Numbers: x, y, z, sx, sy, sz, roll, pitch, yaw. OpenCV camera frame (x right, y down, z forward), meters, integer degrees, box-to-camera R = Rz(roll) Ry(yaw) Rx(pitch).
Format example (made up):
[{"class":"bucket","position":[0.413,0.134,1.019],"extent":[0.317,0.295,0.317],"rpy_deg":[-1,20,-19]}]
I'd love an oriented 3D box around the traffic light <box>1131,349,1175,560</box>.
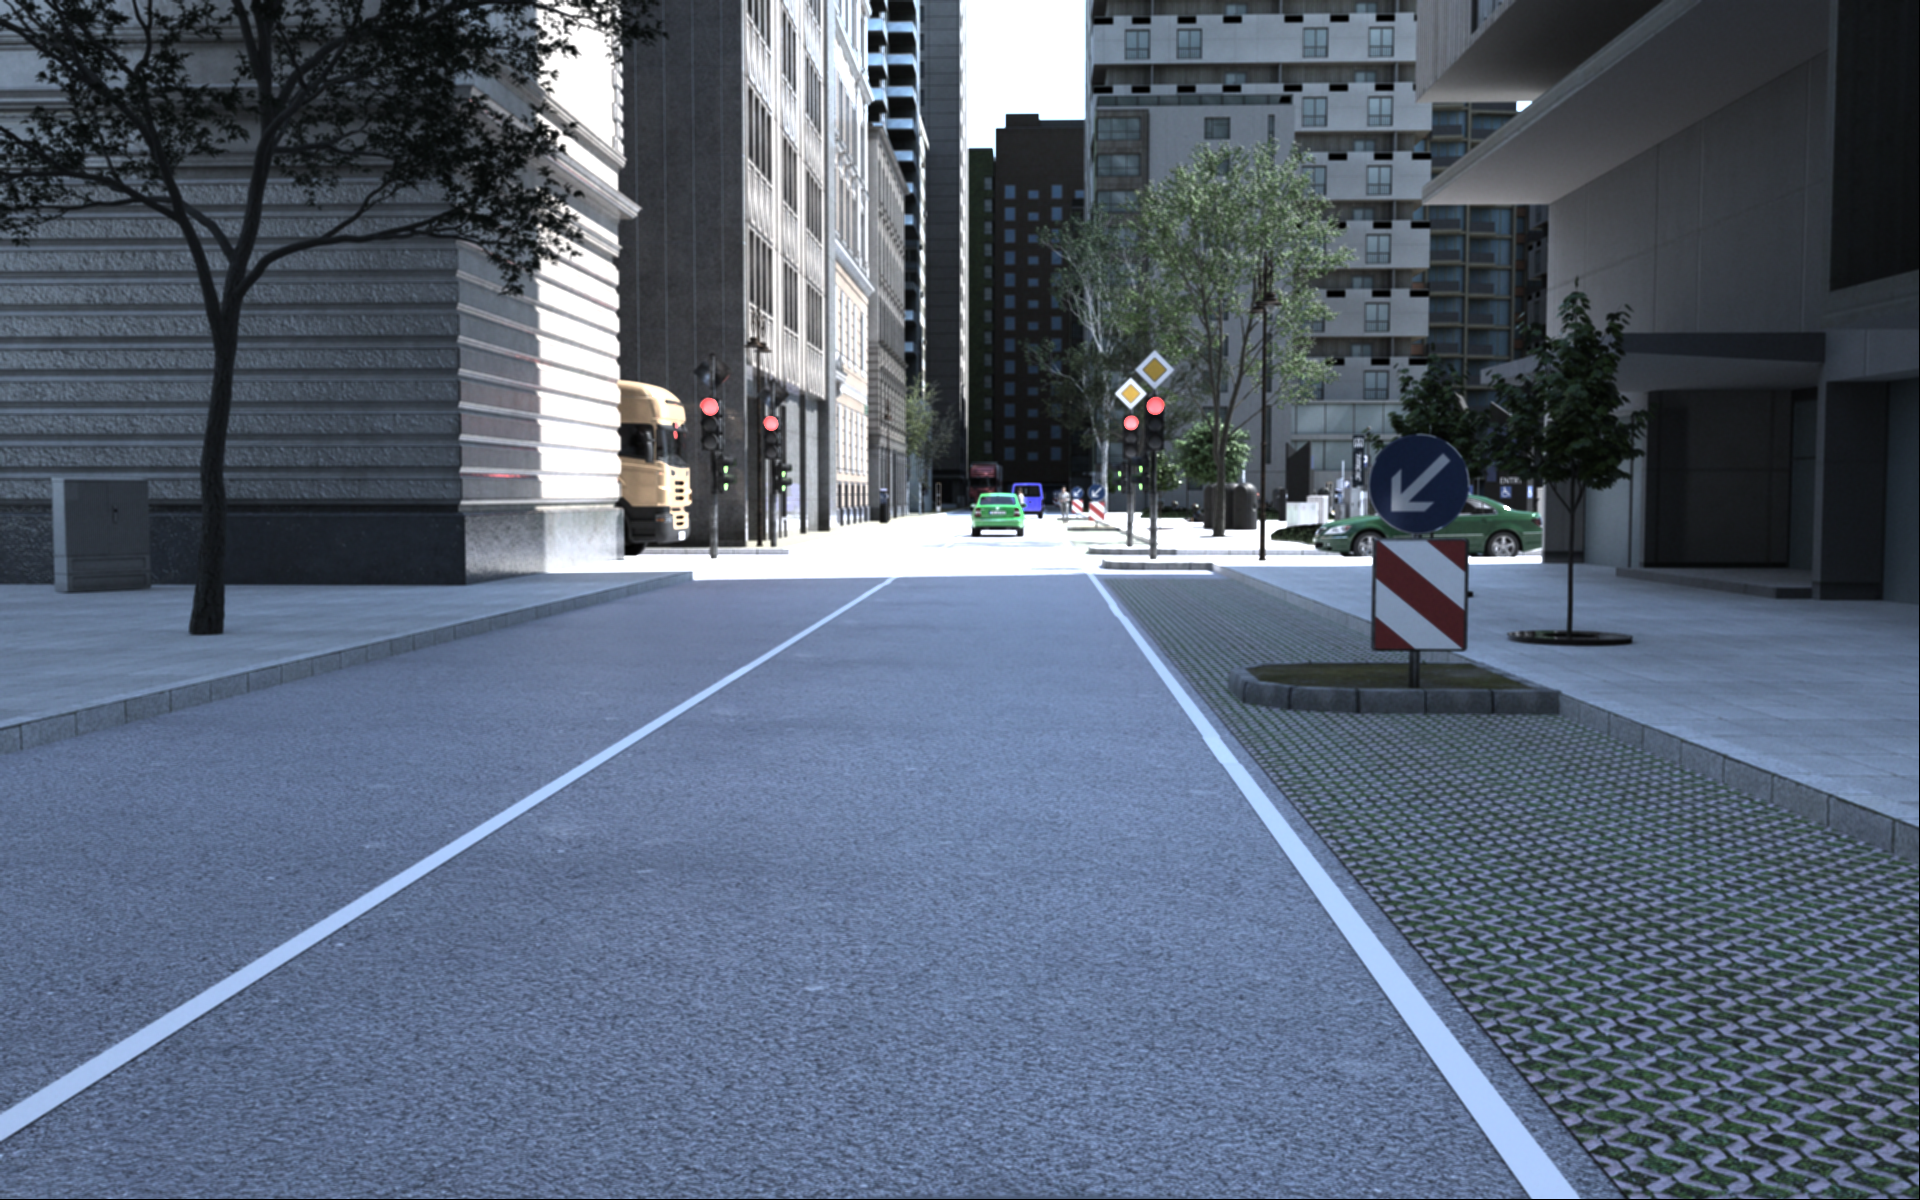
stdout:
[{"class":"traffic light","position":[3.763,-2.742,33.760],"extent":[0.839,4.253,0.868],"rpy_deg":[0,4,2]}]

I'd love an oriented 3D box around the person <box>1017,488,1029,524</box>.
[{"class":"person","position":[2.836,-4.363,80.592],"extent":[0.760,1.731,0.466],"rpy_deg":[0,4,-5]}]

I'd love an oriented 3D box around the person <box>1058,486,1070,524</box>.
[{"class":"person","position":[4.998,-4.562,83.294],"extent":[0.606,1.804,0.583],"rpy_deg":[1,4,10]}]

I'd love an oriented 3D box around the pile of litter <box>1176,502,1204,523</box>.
[{"class":"pile of litter","position":[10.845,-3.938,78.353],"extent":[1.176,0.858,1.719],"rpy_deg":[-2,4,-25]}]

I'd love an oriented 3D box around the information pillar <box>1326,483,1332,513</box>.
[{"class":"information pillar","position":[23.743,-6.542,111.460],"extent":[0.304,2.012,0.304],"rpy_deg":[-1,4,-19]}]

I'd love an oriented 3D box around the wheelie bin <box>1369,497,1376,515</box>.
[{"class":"wheelie bin","position":[19.775,-4.549,82.280],"extent":[0.980,1.594,0.693],"rpy_deg":[2,4,25]}]

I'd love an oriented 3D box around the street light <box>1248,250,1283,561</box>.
[{"class":"street light","position":[5.807,-3.688,33.089],"extent":[0.468,5.910,1.993],"rpy_deg":[0,4,2]}]

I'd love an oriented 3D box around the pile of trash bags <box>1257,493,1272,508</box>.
[{"class":"pile of trash bags","position":[20.124,-6.331,113.268],"extent":[1.912,1.369,3.447],"rpy_deg":[-2,4,-28]}]

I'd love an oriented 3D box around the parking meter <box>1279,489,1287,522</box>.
[{"class":"parking meter","position":[15.069,-4.427,80.792],"extent":[0.372,1.533,0.369],"rpy_deg":[0,3,0]}]

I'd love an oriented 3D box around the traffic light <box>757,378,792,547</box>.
[{"class":"traffic light","position":[-4.520,-3.251,42.068],"extent":[0.839,4.253,0.868],"rpy_deg":[0,4,2]}]

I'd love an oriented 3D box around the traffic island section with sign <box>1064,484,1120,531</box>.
[{"class":"traffic island section with sign","position":[5.144,-3.567,66.942],"extent":[1.989,1.847,2.006],"rpy_deg":[0,4,2]}]

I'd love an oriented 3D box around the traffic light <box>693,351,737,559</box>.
[{"class":"traffic light","position":[-4.842,-2.763,34.090],"extent":[0.839,4.253,0.868],"rpy_deg":[0,4,2]}]

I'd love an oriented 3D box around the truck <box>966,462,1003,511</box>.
[{"class":"truck","position":[2.295,-10.077,153.668],"extent":[2.839,4.237,11.283],"rpy_deg":[0,4,4]}]

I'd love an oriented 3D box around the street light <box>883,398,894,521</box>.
[{"class":"street light","position":[-3.417,-6.704,82.404],"extent":[0.468,5.910,1.993],"rpy_deg":[0,4,2]}]

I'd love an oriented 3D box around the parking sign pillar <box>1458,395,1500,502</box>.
[{"class":"parking sign pillar","position":[12.932,-3.451,44.898],"extent":[1.447,3.967,1.447],"rpy_deg":[0,4,-2]}]

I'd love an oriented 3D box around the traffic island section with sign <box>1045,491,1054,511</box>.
[{"class":"traffic island section with sign","position":[8.232,-8.250,143.522],"extent":[1.989,1.847,2.006],"rpy_deg":[0,4,2]}]

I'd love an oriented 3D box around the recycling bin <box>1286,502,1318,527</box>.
[{"class":"recycling bin","position":[10.631,-2.527,53.871],"extent":[0.722,1.027,0.722],"rpy_deg":[-2,4,-24]}]

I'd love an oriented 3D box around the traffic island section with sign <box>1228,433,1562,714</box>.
[{"class":"traffic island section with sign","position":[2.939,-0.216,12.160],"extent":[1.989,1.847,2.006],"rpy_deg":[0,4,2]}]

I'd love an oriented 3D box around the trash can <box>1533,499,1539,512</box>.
[{"class":"trash can","position":[18.015,-2.651,55.001],"extent":[0.748,1.137,0.748],"rpy_deg":[0,3,0]}]

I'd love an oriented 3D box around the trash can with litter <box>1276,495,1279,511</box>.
[{"class":"trash can with litter","position":[18.004,-5.294,97.620],"extent":[1.678,1.210,2.233],"rpy_deg":[0,4,6]}]

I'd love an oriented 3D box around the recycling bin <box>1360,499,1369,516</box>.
[{"class":"recycling bin","position":[23.004,-5.154,96.817],"extent":[0.722,1.027,0.722],"rpy_deg":[-1,4,-17]}]

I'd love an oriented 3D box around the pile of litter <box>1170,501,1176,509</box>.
[{"class":"pile of litter","position":[13.230,-5.647,106.298],"extent":[1.719,0.858,1.176],"rpy_deg":[3,4,37]}]

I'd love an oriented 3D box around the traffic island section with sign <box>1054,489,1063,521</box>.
[{"class":"traffic island section with sign","position":[6.230,-5.214,93.875],"extent":[1.989,1.847,2.006],"rpy_deg":[0,4,2]}]

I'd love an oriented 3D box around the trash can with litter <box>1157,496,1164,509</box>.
[{"class":"trash can with litter","position":[11.630,-5.422,100.033],"extent":[0.624,1.170,1.055],"rpy_deg":[-1,4,-14]}]

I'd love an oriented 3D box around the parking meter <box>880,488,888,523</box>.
[{"class":"parking meter","position":[-3.374,-4.180,76.749],"extent":[0.372,1.533,0.369],"rpy_deg":[0,3,0]}]

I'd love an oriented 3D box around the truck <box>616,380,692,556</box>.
[{"class":"truck","position":[-10.955,-2.984,37.702],"extent":[11.283,4.237,2.839],"rpy_deg":[0,4,4]}]

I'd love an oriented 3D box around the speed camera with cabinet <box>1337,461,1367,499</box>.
[{"class":"speed camera with cabinet","position":[23.350,-6.617,102.524],"extent":[2.038,3.252,0.660],"rpy_deg":[1,4,12]}]

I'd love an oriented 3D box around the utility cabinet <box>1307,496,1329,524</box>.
[{"class":"utility cabinet","position":[13.982,-3.463,67.782],"extent":[0.306,1.237,1.020],"rpy_deg":[-2,4,-26]}]

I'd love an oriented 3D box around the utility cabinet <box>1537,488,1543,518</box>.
[{"class":"utility cabinet","position":[20.831,-3.225,61.404],"extent":[0.318,1.500,1.173],"rpy_deg":[3,5,40]}]

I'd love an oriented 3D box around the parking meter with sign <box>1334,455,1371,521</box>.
[{"class":"parking meter with sign","position":[17.311,-4.910,76.540],"extent":[1.738,3.016,0.543],"rpy_deg":[-2,4,-33]}]

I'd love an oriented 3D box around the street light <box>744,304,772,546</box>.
[{"class":"street light","position":[-4.914,-4.253,42.328],"extent":[0.468,5.910,1.993],"rpy_deg":[0,4,2]}]

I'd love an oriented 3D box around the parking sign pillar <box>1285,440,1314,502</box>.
[{"class":"parking sign pillar","position":[17.760,-6.283,91.203],"extent":[1.447,3.967,1.447],"rpy_deg":[-2,4,-33]}]

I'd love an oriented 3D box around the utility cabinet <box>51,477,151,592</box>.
[{"class":"utility cabinet","position":[-11.339,-0.870,22.906],"extent":[0.318,1.500,1.173],"rpy_deg":[2,4,31]}]

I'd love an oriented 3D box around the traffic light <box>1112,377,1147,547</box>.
[{"class":"traffic light","position":[4.085,-3.230,41.738],"extent":[0.839,4.253,0.868],"rpy_deg":[0,4,2]}]

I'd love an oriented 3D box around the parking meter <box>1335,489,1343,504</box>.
[{"class":"parking meter","position":[18.006,-4.523,82.359],"extent":[0.372,1.533,0.369],"rpy_deg":[0,3,0]}]

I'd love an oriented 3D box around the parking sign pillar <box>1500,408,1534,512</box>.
[{"class":"parking sign pillar","position":[15.889,-3.770,50.116],"extent":[1.447,3.967,1.447],"rpy_deg":[3,5,42]}]

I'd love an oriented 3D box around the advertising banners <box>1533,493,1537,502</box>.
[{"class":"advertising banners","position":[34.316,-6.403,100.874],"extent":[2.074,3.025,0.090],"rpy_deg":[-1,4,-15]}]

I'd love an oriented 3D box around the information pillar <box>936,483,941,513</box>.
[{"class":"information pillar","position":[-1.446,-6.805,115.758],"extent":[0.304,2.012,0.304],"rpy_deg":[0,4,-4]}]
